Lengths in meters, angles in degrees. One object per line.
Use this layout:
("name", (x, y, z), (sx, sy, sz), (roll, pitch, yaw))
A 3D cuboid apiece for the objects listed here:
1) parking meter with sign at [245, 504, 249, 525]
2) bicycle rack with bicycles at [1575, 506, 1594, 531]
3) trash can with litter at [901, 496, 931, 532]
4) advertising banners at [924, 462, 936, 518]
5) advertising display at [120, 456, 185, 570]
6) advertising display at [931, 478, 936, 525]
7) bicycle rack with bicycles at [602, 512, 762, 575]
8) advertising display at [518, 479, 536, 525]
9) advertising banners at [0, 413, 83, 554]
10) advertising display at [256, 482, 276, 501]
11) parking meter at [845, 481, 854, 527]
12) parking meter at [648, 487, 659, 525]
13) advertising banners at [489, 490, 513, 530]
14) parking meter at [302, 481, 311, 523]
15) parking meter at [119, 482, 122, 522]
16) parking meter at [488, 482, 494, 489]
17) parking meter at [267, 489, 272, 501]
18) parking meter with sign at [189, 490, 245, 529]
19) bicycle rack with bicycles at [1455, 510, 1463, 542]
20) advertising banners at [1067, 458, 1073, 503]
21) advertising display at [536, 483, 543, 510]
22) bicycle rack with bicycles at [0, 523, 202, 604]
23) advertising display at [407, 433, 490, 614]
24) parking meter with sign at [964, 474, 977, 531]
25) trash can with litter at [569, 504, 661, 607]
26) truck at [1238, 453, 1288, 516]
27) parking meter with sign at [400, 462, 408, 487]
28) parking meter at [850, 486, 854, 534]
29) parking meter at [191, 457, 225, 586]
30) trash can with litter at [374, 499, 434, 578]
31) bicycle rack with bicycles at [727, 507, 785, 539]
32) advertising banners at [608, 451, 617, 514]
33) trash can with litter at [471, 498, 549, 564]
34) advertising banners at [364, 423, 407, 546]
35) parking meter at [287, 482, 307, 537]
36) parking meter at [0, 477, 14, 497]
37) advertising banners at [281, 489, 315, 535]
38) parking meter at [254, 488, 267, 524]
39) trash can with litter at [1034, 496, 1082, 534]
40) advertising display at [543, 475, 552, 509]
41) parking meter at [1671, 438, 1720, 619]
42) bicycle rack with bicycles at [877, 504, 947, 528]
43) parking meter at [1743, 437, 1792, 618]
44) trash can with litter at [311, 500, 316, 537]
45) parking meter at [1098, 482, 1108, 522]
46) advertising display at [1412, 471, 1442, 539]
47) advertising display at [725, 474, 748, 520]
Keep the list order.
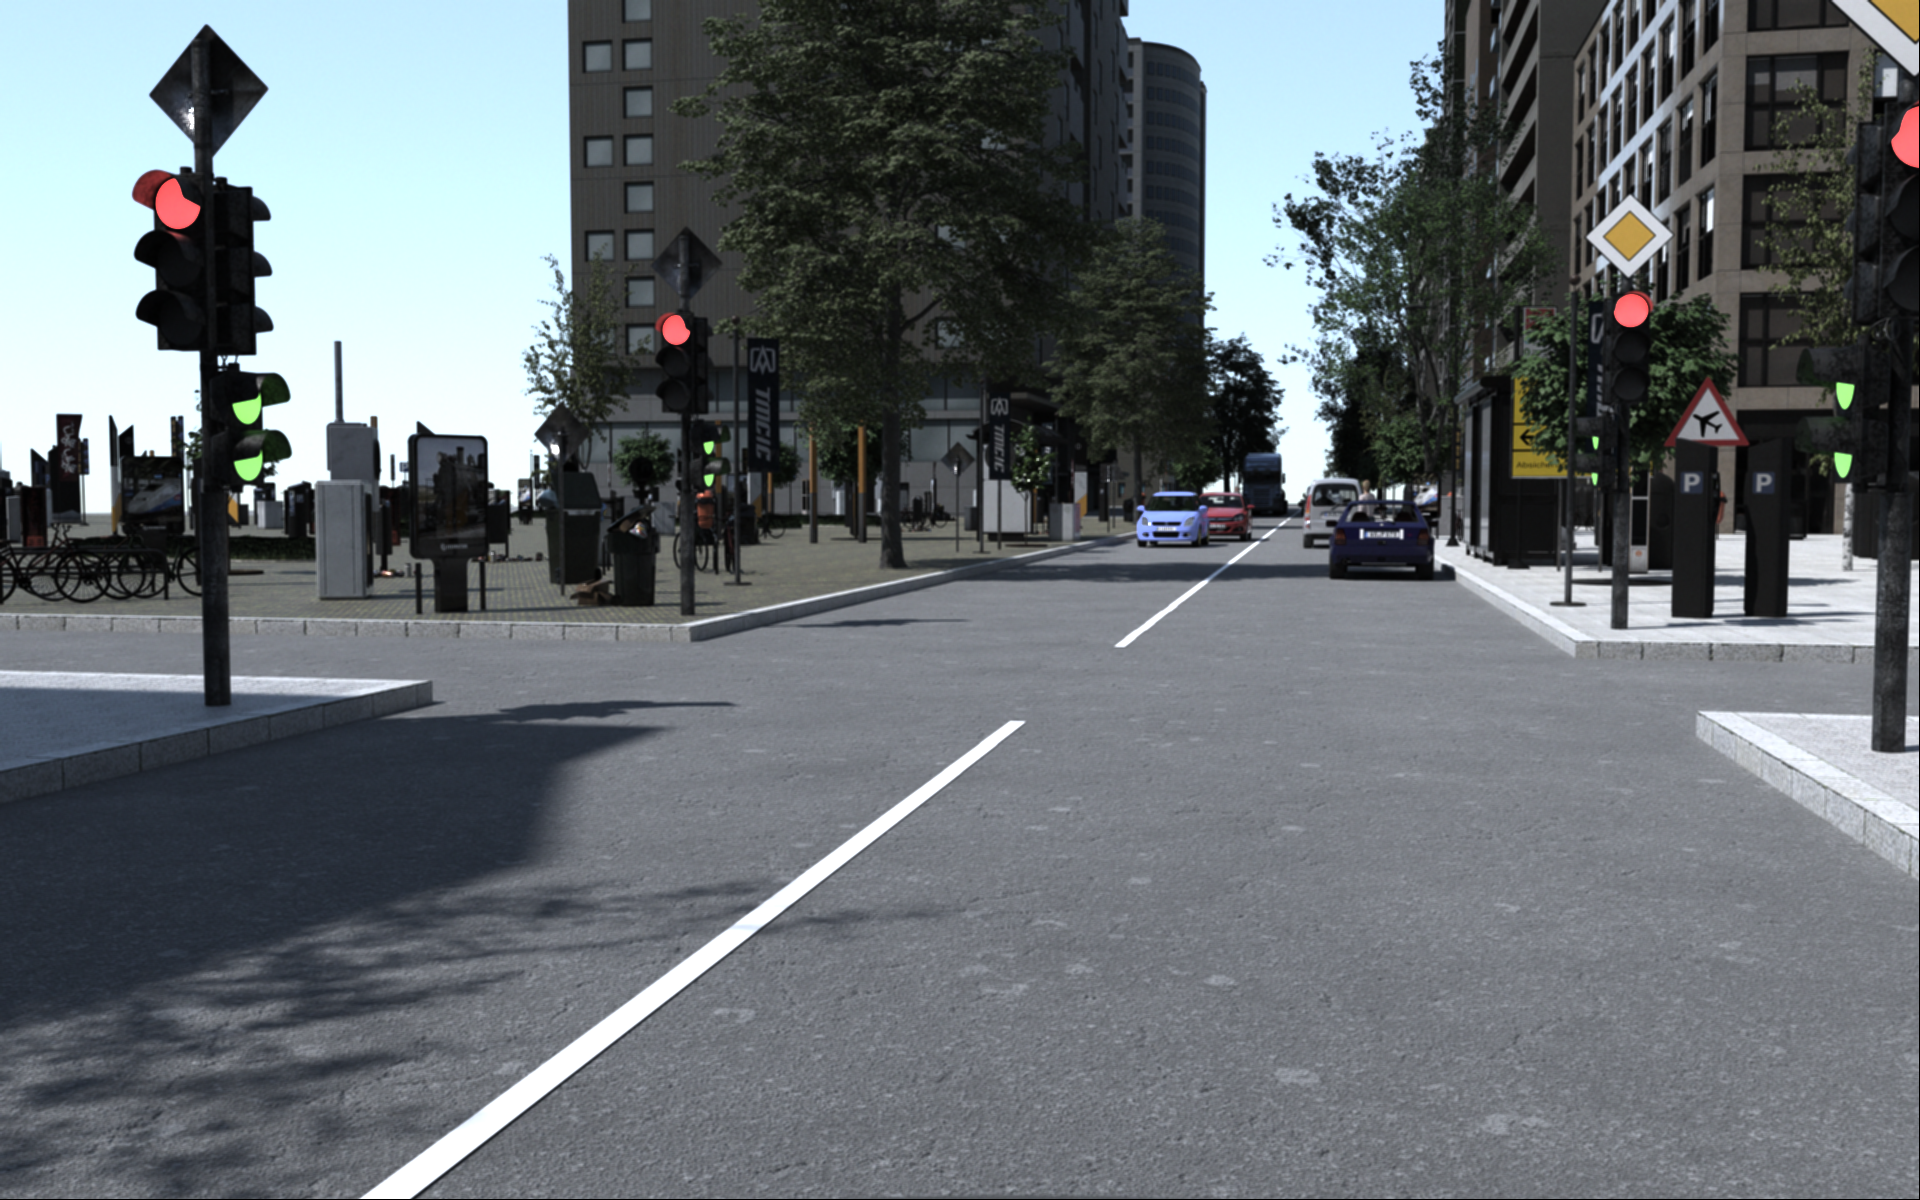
("parking meter with sign", (-30.089, -4.576, 71.083), (0.543, 3.016, 1.738), (2, 4, 31))
("bicycle rack with bicycles", (22.348, -2.862, 60.183), (2.925, 0.926, 2.852), (-3, 5, -39))
("trash can with litter", (-1.757, -2.956, 59.389), (1.678, 1.210, 2.233), (2, 4, 33))
("advertising banners", (-1.586, -5.977, 93.908), (0.090, 3.025, 2.074), (1, 4, 17))
("advertising display", (-13.726, -1.483, 29.466), (0.974, 1.923, 0.123), (-2, 4, -34))
("advertising display", (-1.091, -4.053, 71.478), (0.123, 1.923, 0.974), (0, 4, -8))
("bicycle rack with bicycles", (-4.779, -0.923, 28.471), (2.852, 0.926, 2.925), (0, 4, -8))
("advertising display", (-18.146, -4.107, 72.358), (0.974, 1.923, 0.123), (3, 5, 45))
("advertising banners", (-20.069, -2.523, 37.438), (2.074, 3.025, 0.090), (-1, 4, -20))
("advertising display", (-38.336, -5.535, 95.703), (0.974, 1.923, 0.123), (-2, 4, -26))
("parking meter", (-4.290, -3.764, 67.257), (0.255, 1.863, 0.399), (1, 4, 19))
("parking meter", (-10.701, -3.187, 60.512), (0.372, 1.533, 0.369), (0, 3, 0))
("advertising banners", (-16.260, -3.832, 58.844), (2.074, 3.025, 0.090), (0, 4, -6))
("parking meter", (-28.535, -4.284, 75.749), (0.399, 1.863, 0.255), (-1, 4, -13))
("parking meter", (-37.929, -4.439, 78.284), (0.399, 1.863, 0.255), (1, 4, 16))
("parking meter", (-22.692, -4.770, 83.700), (0.255, 1.863, 0.399), (-3, 5, -40))
("parking meter", (-31.838, -4.355, 79.622), (0.372, 1.533, 0.369), (0, 3, 0))
("parking meter with sign", (-27.170, -4.091, 63.150), (1.738, 3.016, 0.543), (-1, 4, -11))
("bicycle rack with bicycles", (14.357, -2.009, 46.228), (2.852, 0.926, 2.925), (1, 4, 12))
("advertising banners", (5.429, -5.438, 85.094), (0.090, 3.025, 2.074), (0, 4, -2))
("advertising display", (-23.883, -5.714, 98.641), (0.974, 1.923, 0.123), (3, 5, 44))
("bicycle rack with bicycles", (-10.625, -0.483, 21.287), (2.925, 0.926, 2.852), (-2, 4, -28))
("advertising display", (-5.543, -0.832, 18.818), (0.123, 1.923, 0.974), (3, 4, 36))
("parking meter with sign", (0.914, -3.953, 60.891), (1.738, 3.016, 0.543), (-3, 5, -42))
("trash can with litter", (-3.977, -0.519, 19.877), (1.055, 1.170, 0.624), (1, 4, 15))
("truck", (21.168, -7.938, 119.551), (2.967, 4.110, 18.799), (1, 4, 12))
("parking meter with sign", (-30.316, -6.043, 95.060), (0.543, 3.016, 1.738), (-1, 4, -10))
("parking meter", (-3.318, -2.858, 55.135), (0.372, 1.533, 0.369), (0, 3, 0))
("parking meter", (-10.540, -1.137, 24.298), (0.399, 1.863, 0.255), (0, 4, -6))
("trash can with litter", (-8.984, -0.991, 27.265), (1.678, 1.210, 2.233), (-1, 4, -22))
("bicycle rack with bicycles", (-6.504, -2.247, 50.121), (2.925, 0.926, 2.852), (-1, 4, -18))
("advertising banners", (-14.367, -4.609, 71.547), (0.090, 3.025, 2.074), (0, 4, -3))
("trash can with litter", (-8.493, -1.351, 33.141), (1.678, 1.210, 2.233), (2, 4, 33))
("advertising banners", (-14.115, -2.859, 42.927), (2.074, 3.025, 0.090), (-1, 4, -21))
("parking meter", (-14.314, -1.774, 37.413), (0.372, 1.533, 0.369), (0, 3, 0))
("parking meter", (-32.822, -3.300, 59.672), (0.399, 1.863, 0.255), (-3, 5, -41))
("advertising banners", (-20.532, -3.607, 55.158), (2.074, 3.025, 0.090), (-2, 4, -32))
("parking meter", (-29.665, -3.967, 73.263), (0.372, 1.533, 0.369), (0, 3, 0))
("trash can with litter", (2.764, -2.704, 55.274), (2.233, 1.210, 1.678), (1, 4, 19))
("advertising display", (-13.054, -3.135, 56.474), (0.974, 1.923, 0.123), (1, 4, 19))
("parking meter", (7.623, -0.748, 17.936), (0.399, 1.863, 0.255), (3, 5, 42))
("bicycle rack with bicycles", (-1.922, -3.219, 66.017), (2.925, 0.926, 2.852), (-1, 4, -13))
("parking meter", (8.415, -0.756, 18.071), (0.255, 1.863, 0.399), (-3, 5, -41))
("trash can with litter", (-15.202, -1.879, 42.110), (1.055, 1.170, 0.624), (1, 4, 11))
("parking meter", (6.666, -4.580, 80.595), (0.399, 1.863, 0.255), (3, 5, 40))
("advertising display", (13.319, -2.708, 49.485), (0.123, 1.923, 0.974), (-2, 4, -34))
("advertising display", (-6.945, -3.044, 54.981), (0.974, 1.923, 0.123), (-1, 4, -18))
